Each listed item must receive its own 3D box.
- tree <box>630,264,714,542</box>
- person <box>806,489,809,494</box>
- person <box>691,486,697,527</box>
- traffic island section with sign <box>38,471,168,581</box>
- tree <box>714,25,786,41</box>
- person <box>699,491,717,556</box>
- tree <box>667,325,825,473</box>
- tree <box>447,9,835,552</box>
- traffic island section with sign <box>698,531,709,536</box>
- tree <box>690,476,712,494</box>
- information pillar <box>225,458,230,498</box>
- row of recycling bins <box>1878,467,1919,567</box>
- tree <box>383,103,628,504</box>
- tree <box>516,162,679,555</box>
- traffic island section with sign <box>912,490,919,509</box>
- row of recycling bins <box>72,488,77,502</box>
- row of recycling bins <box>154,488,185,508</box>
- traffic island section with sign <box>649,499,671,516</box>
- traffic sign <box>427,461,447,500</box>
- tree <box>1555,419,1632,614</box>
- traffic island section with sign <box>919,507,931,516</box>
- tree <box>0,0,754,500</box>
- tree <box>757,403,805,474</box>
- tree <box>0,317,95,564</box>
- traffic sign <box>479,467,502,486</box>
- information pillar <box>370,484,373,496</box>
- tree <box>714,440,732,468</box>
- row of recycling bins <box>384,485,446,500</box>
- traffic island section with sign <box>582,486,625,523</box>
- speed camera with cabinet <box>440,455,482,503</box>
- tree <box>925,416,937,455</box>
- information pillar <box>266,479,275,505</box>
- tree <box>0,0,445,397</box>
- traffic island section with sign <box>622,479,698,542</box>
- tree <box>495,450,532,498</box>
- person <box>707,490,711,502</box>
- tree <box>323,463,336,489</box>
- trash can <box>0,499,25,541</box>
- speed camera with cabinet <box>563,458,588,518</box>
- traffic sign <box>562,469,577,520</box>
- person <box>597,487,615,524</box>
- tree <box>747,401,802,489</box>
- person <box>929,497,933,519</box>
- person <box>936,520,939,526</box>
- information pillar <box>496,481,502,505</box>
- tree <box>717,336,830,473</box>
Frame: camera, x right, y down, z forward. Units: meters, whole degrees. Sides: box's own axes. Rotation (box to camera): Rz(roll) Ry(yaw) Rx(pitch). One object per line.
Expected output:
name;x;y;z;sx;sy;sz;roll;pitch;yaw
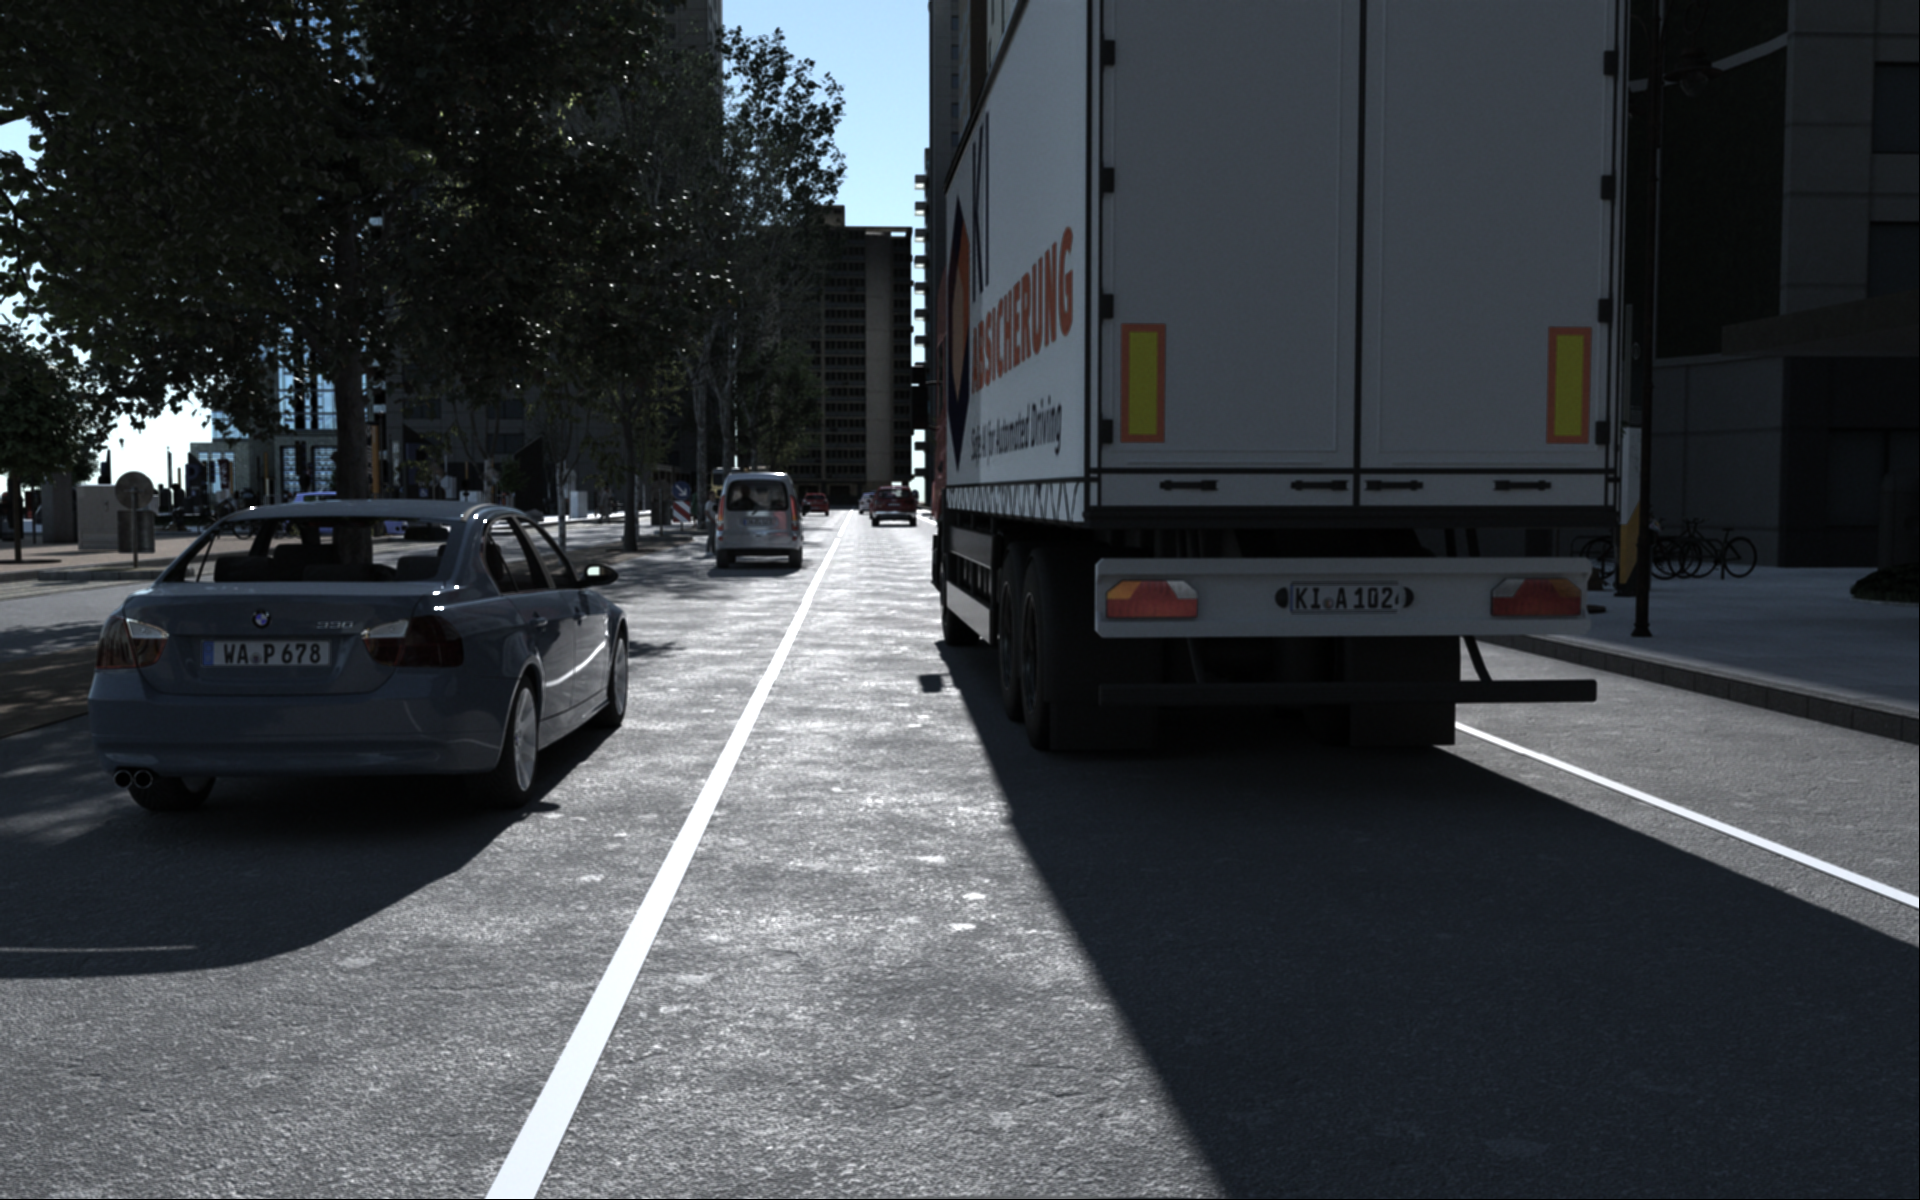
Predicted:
tree;-9.541;-6.001;50.937;4.360;8.622;3.978;0;3;0
person;-11.518;-7.436;130.095;0.388;1.821;0.555;0;4;-7
person;-11.260;-4.004;74.217;0.529;1.795;0.600;2;4;29
traffic island section with sign;-14.241;-1.275;29.478;1.989;1.847;2.006;0;4;-3
tree;-11.087;-12.713;66.203;12.611;20.169;13.585;0;3;0
person;-5.799;-1.793;40.419;0.523;1.515;0.503;-1;4;-22
tree;-11.150;-9.351;89.766;8.767;10.594;7.601;0;4;-3
tree;-8.174;-7.936;42.584;12.009;13.543;11.850;0;3;0
traffic island section with sign;-9.627;-3.192;60.320;2.006;1.907;1.989;0;4;-3
tree;-24.466;-10.214;161.606;1.663;3.219;1.824;0;3;0
information pillar;-47.593;-7.427;112.794;0.504;3.616;0.183;1;4;14
row of recycling bins;15.305;-1.221;27.083;1.069;1.692;3.534;3;5;43
tree;-7.974;-4.666;29.114;4.360;8.622;3.978;0;3;0
tree;-7.928;-4.982;34.276;4.737;8.622;4.395;0;3;0
traffic island section with sign;-4.371;-9.467;163.405;1.989;1.847;2.006;0;4;-3
row of recycling bins;-54.085;-6.161;107.840;3.534;1.692;1.069;0;4;1
row of recycling bins;-55.762;-7.069;122.693;3.534;1.692;1.069;-3;5;-40
traffic island section with sign;-19.023;-6.333;112.175;1.989;1.847;2.006;0;4;-3
traffic sign;-15.858;-2.973;52.247;0.795;2.450;0.064;0;4;-3
tree;6.677;-1.493;19.008;1.663;3.219;1.824;0;3;0
traffic island section with sign;-1.497;-6.430;113.762;1.989;1.847;2.006;0;4;-3
tree;-7.510;-6.220;21.163;9.611;12.733;9.660;0;3;0
tree;-12.604;-10.151;118.781;4.360;8.622;3.978;0;3;0
tree;-17.548;-2.973;32.317;4.285;4.588;4.351;0;3;0
traffic sign;-16.318;-3.460;60.218;0.795;2.450;0.064;0;4;-3
information pillar;-43.004;-7.481;126.803;0.304;2.012;0.304;0;4;-6
tree;-26.472;-14.465;186.868;4.360;8.622;3.978;0;3;0
row of recycling bins;-24.007;-4.230;76.280;3.534;1.692;1.069;2;4;30
traffic island section with sign;-17.455;-4.686;85.245;1.989;1.847;2.006;0;4;-3
speed camera with cabinet;-25.373;-5.732;88.056;2.038;3.252;0.660;0;4;8
tree;-0.715;-11.664;141.076;4.737;8.622;4.395;0;3;0
information pillar;-32.920;-4.784;82.718;0.304;2.012;0.304;-3;5;-44
tree;-7.122;-5.584;11.890;7.486;12.596;7.792;0;3;0
traffic island section with sign;-9.210;-2.739;52.925;2.006;1.907;1.989;0;4;-3
tree;-19.842;-5.031;76.857;1.663;3.219;1.824;0;3;0
person;-20.529;-8.114;141.722;0.434;1.755;0.990;0;4;-4
tree;-32.835;-5.921;91.404;1.663;3.219;1.824;0;3;0
trash can;-25.782;-2.164;47.027;0.748;1.137;0.748;0;3;0
speed camera with cabinet;-20.646;-6.015;92.686;0.660;3.252;2.038;-3;4;-39
traffic sign;-19.543;-5.290;86.605;0.768;2.556;0.104;0;4;3
person;-17.030;-4.554;83.234;0.850;1.792;0.678;0;4;5
tree;-13.253;-10.452;123.704;4.737;8.622;4.395;0;3;0
person;-1.438;-5.456;98.459;0.760;1.731;0.466;-1;4;-19
person;-0.994;-3.926;76.940;0.306;1.304;0.590;0;4;8
information pillar;-24.725;-5.410;92.948;0.304;2.012;0.304;-1;4;-13
tree;-12.107;-11.209;111.476;9.928;11.665;9.643;0;3;0
